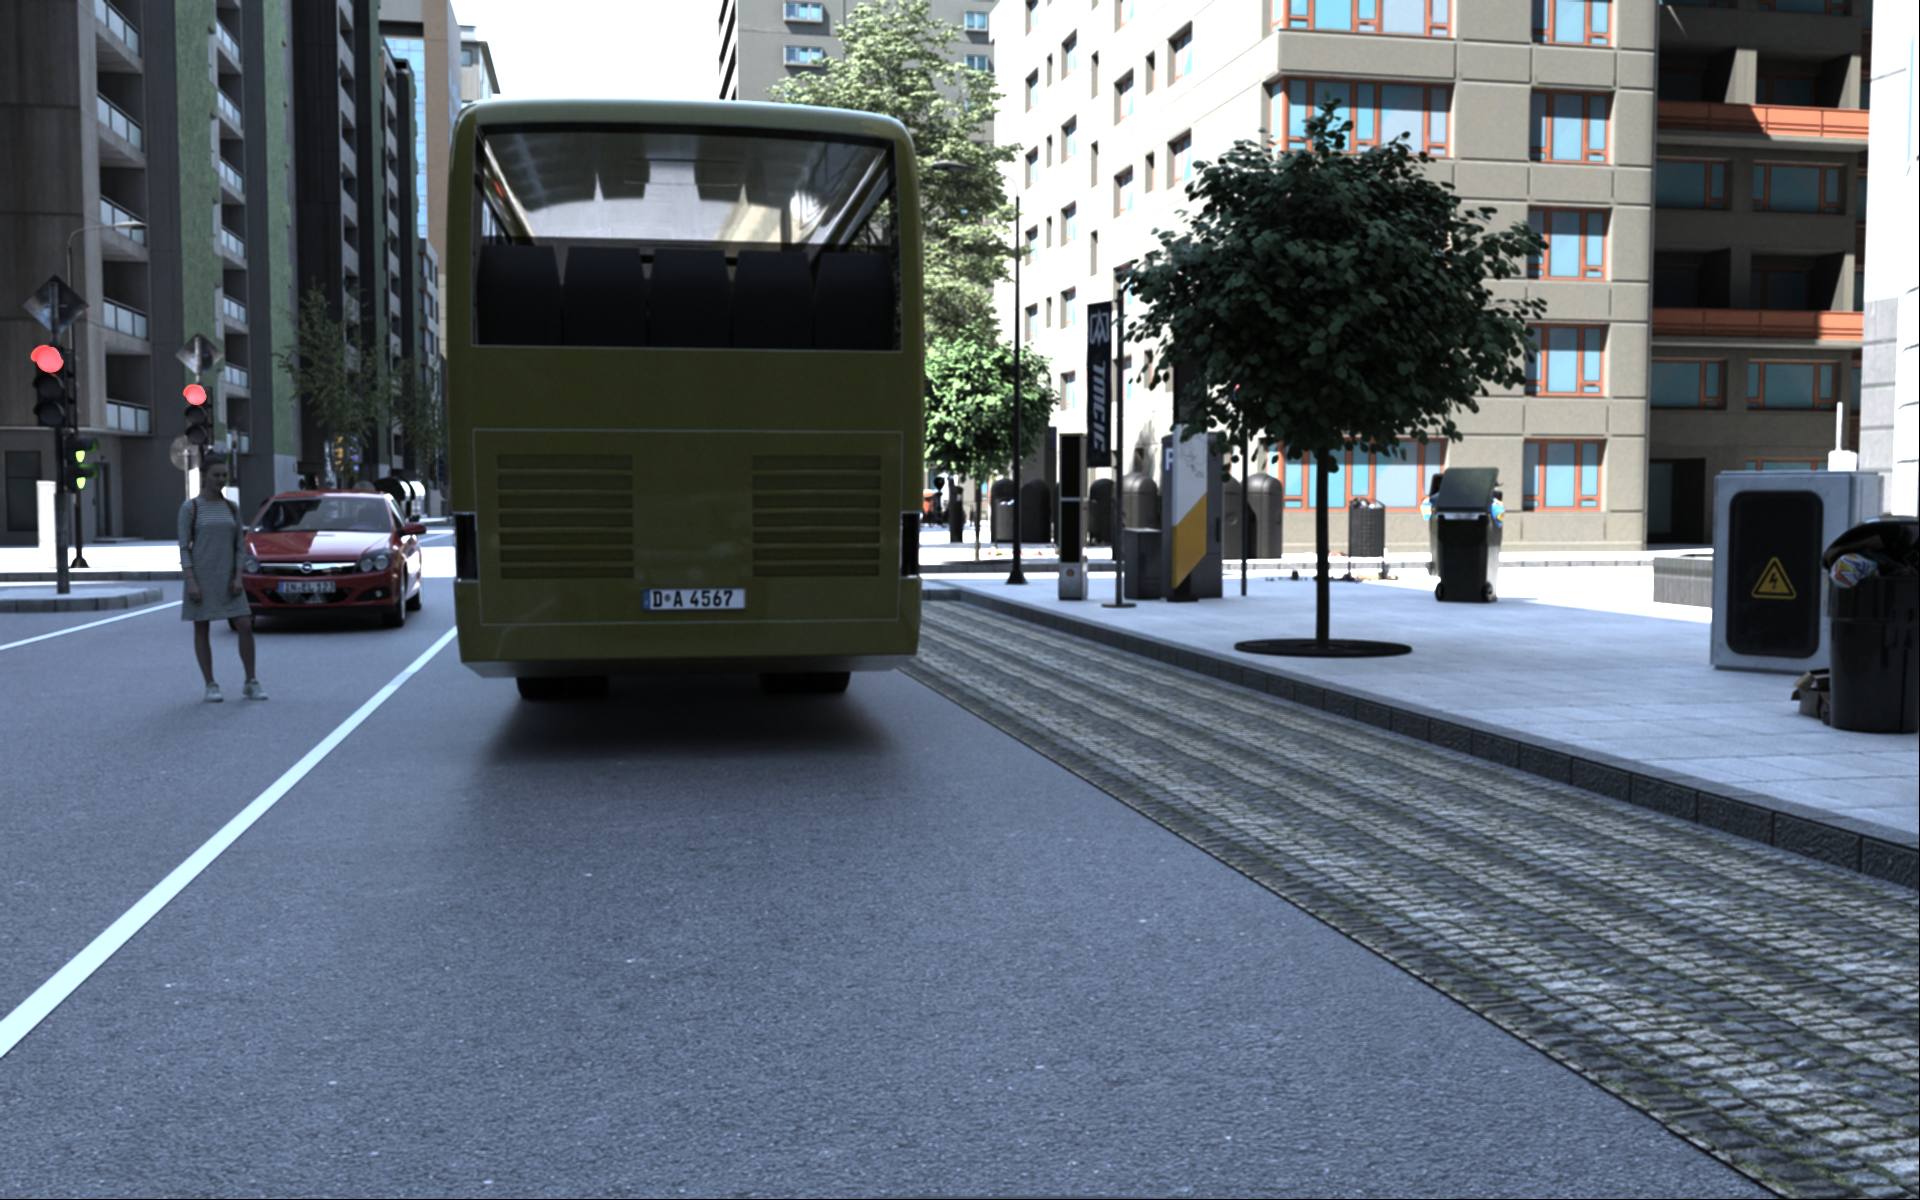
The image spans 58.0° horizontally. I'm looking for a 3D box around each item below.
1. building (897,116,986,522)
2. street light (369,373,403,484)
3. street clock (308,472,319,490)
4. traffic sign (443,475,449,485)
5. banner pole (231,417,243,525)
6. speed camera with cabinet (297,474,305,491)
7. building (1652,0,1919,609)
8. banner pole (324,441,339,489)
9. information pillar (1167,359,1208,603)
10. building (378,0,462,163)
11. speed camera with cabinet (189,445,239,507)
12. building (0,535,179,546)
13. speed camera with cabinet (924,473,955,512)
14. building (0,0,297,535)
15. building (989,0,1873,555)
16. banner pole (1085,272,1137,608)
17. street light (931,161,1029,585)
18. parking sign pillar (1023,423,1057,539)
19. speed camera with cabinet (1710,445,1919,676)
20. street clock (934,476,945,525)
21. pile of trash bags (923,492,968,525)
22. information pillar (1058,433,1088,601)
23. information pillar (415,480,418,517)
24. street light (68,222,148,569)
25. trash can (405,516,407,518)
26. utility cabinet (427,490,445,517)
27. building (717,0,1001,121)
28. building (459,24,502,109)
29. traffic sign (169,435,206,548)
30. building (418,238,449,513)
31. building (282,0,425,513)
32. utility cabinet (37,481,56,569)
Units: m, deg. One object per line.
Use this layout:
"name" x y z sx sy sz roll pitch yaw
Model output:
"building" 4.672 -15.339 95.832 27.650 21.520 28.899 -1 4 -12
"street light" -22.135 -5.758 66.690 1.470 5.913 1.316 -1 4 -12
"street clock" -20.875 -3.145 55.997 0.358 2.002 0.471 0 4 -5
"traffic sign" -30.453 -6.330 103.504 0.884 2.594 0.081 0 4 -6
"banner pole" -23.654 -4.077 56.683 0.401 3.779 0.863 -3 5 -45
"speed camera with cabinet" -30.572 -5.177 78.977 0.660 3.252 2.038 0 4 3
"building" 19.804 -28.612 9.813 21.231 58.520 28.212 -1 4 -12
"banner pole" -25.971 -5.000 71.767 0.401 3.779 0.863 2 4 34
"information pillar" 2.721 -1.787 20.575 0.504 3.616 0.183 -2 4 -33
"building" -50.653 -30.581 150.112 14.600 45.320 14.200 -1 4 -12
"speed camera with cabinet" -18.043 -2.905 41.836 0.660 3.252 2.038 0 4 -5
"building" -27.915 -22.026 43.719 14.154 41.232 14.086 -1 4 -12
"speed camera with cabinet" -0.961 -5.043 76.796 0.660 3.252 2.038 2 4 32
"building" -33.926 -23.327 64.994 14.154 41.232 14.086 -1 4 -12
"building" 17.983 -12.673 52.240 28.899 21.520 27.650 -1 4 -12
"banner pole" 1.687 -1.822 19.811 0.401 3.779 0.863 -2 4 -32
"street light" 0.279 -3.174 24.443 1.470 5.913 1.316 -1 4 -12
"parking sign pillar" 2.299 -3.766 50.039 1.447 3.967 1.447 -2 4 -27
"speed camera with cabinet" 6.365 -1.082 12.019 0.660 3.252 2.038 -3 5 -43
"street clock" -0.842 -4.073 71.168 0.471 2.002 0.358 0 4 3
"pile of trash bags" -0.884 -3.913 73.728 1.912 1.369 3.447 1 4 16
"information pillar" 1.371 -1.006 20.940 0.304 2.012 0.304 1 4 18
"information pillar" -29.236 -5.421 93.123 0.304 2.012 0.304 1 4 18
"street light" -14.571 -3.492 29.631 1.470 5.913 1.316 -1 4 -12
"trash can" -28.408 -4.670 88.003 0.748 1.137 0.748 0 3 0
"utility cabinet" -28.487 -5.242 94.392 0.318 1.500 1.173 3 4 37
"building" -6.971 -31.073 131.747 21.300 48.544 21.600 -1 4 -12
"building" -67.393 -37.210 197.628 28.713 52.752 27.495 -1 4 -12
"traffic sign" -16.625 -2.275 37.299 0.768 2.556 0.104 0 4 -4
"building" -52.396 -17.339 128.531 27.650 21.520 28.899 -1 4 -12
"building" -41.839 -20.599 108.503 14.160 30.474 14.107 -1 4 -12
"utility cabinet" -15.640 -1.297 29.882 0.318 1.500 1.173 -1 4 -21
